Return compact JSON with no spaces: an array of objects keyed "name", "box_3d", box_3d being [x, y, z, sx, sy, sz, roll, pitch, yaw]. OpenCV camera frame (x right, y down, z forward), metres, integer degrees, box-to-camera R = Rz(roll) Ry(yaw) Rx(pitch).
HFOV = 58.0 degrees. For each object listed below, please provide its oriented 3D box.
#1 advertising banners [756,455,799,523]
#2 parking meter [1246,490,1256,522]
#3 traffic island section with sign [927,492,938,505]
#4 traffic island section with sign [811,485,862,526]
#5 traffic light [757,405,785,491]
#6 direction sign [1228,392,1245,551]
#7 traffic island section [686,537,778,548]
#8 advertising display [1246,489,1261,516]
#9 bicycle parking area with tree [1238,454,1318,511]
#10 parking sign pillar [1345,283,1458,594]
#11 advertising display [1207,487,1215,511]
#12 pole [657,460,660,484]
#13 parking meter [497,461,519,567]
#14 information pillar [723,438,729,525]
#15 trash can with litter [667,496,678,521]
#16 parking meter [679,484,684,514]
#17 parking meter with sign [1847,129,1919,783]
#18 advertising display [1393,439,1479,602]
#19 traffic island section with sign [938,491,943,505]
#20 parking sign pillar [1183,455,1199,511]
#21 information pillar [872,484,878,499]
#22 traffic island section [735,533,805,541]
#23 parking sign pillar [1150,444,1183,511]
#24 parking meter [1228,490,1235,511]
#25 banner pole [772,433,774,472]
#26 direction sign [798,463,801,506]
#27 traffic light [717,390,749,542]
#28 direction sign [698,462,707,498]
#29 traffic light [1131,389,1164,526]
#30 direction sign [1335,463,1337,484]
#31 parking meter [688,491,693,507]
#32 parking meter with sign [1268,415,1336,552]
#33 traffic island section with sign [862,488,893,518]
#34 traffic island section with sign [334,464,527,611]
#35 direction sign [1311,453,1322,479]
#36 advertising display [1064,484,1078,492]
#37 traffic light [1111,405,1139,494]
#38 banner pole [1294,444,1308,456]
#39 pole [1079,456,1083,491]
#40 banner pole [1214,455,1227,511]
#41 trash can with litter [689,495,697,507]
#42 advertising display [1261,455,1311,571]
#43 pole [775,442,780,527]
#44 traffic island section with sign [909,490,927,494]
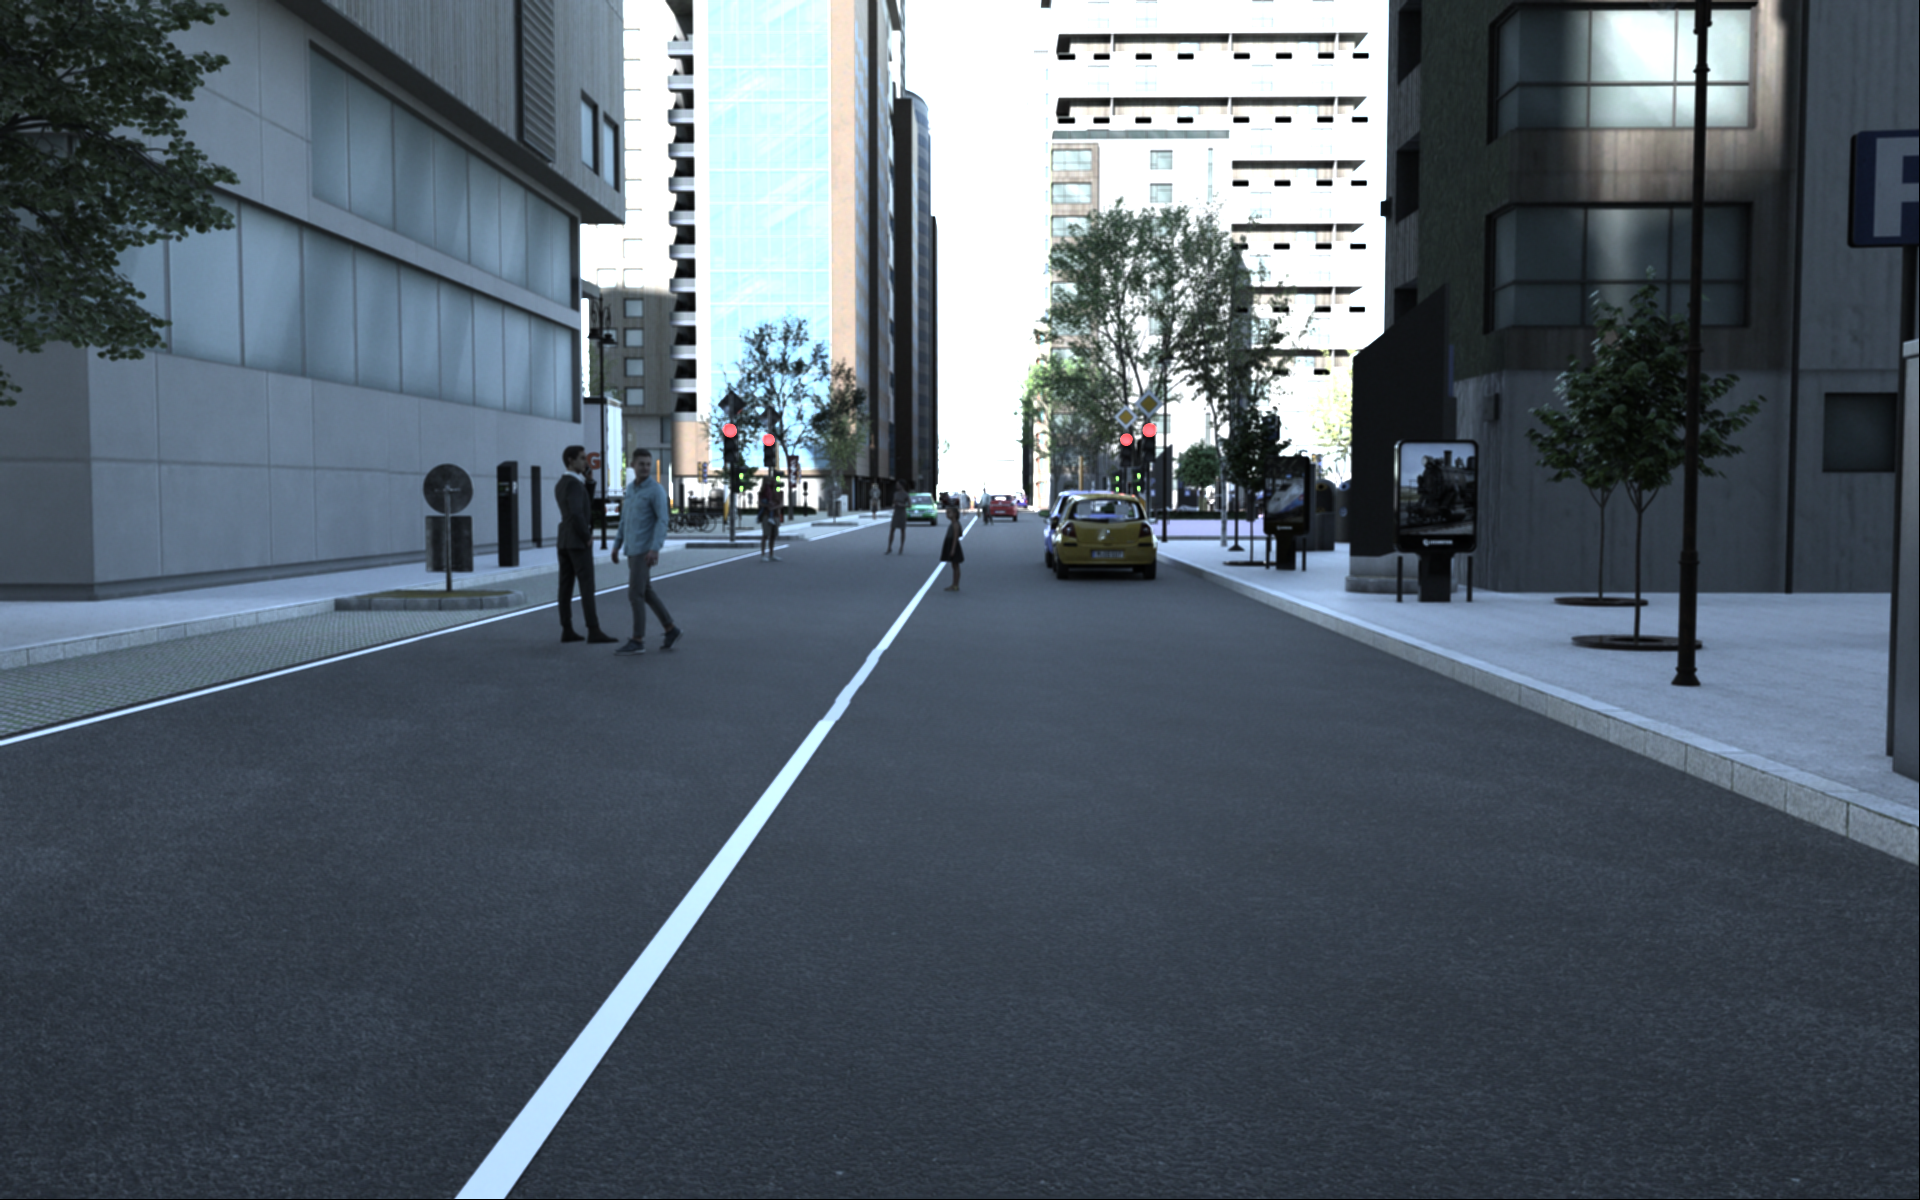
[{"name":"advertising banners","box_3d":[-8.149,-4.973,77.489,2.074,3.025,0.090,1,4,16]},{"name":"parking meter","box_3d":[13.627,-4.607,81.028,0.399,1.863,0.255,2,4,32]},{"name":"traffic island section with sign","box_3d":[-3.623,-10.530,180.786,1.989,1.847,2.006,0,4,1]},{"name":"traffic island section with sign","box_3d":[-5.590,-4.219,77.612,1.989,1.847,2.006,0,4,1]},{"name":"traffic light","box_3d":[-5.974,-4.019,54.637,0.839,4.253,0.868,0,4,1]},{"name":"direction sign","box_3d":[6.249,-2.879,39.067,0.379,3.537,0.876,1,4,21]},{"name":"traffic island section","box_3d":[-6.166,-1.499,46.788,2.009,0.180,2.903,0,4,1]},{"name":"advertising display","box_3d":[15.116,-5.106,88.700,0.974,1.923,0.123,-1,4,-17]},{"name":"bicycle parking area with tree","box_3d":[23.232,-8.449,125.135,8.231,4.147,9.016,1,4,16]},{"name":"parking sign pillar","box_3d":[5.818,-2.096,22.738,1.447,3.967,1.447,3,5,40]},{"name":"advertising display","box_3d":[16.894,-6.785,116.151,0.123,1.923,0.974,-2,4,-31]},{"name":"pole","box_3d":[-17.917,-6.679,103.052,0.158,3.312,0.155,0,3,0]},{"name":"parking meter","box_3d":[-7.990,-1.523,30.614,0.255,1.863,0.399,0,4,7]},{"name":"information pillar","box_3d":[-9.843,-4.985,72.860,0.183,3.616,0.504,0,4,8]},{"name":"trash can with litter","box_3d":[-13.670,-4.246,80.481,1.678,1.210,2.233,0,4,-7]},{"name":"parking meter","box_3d":[-16.244,-5.837,101.151,0.255,1.863,0.399,0,4,-7]},{"name":"parking meter with sign","box_3d":[4.441,-0.692,7.579,0.543,3.016,1.738,1,4,9]},{"name":"advertising display","box_3d":[5.636,-0.937,20.530,0.974,1.923,0.123,0,4,-4]},{"name":"traffic island section with sign","box_3d":[-2.569,-13.934,236.445,1.989,1.847,2.006,0,4,1]},{"name":"parking sign pillar","box_3d":[14.343,-7.362,108.840,1.447,3.967,1.447,1,4,22]},{"name":"information pillar","box_3d":[-6.283,-7.550,127.928,0.304,2.012,0.304,-2,4,-32]},{"name":"traffic island section","box_3d":[-6.014,-1.987,54.772,2.009,0.180,2.903,0,4,1]},{"name":"parking sign pillar","box_3d":[10.799,-6.386,92.876,1.447,3.967,1.447,-3,4,-39]},{"name":"parking meter","box_3d":[15.914,-5.696,101.548,0.372,1.533,0.369,0,3,0]},{"name":"banner pole","box_3d":[-7.682,-4.945,70.874,0.401,3.779,0.863,-1,4,-15]},{"name":"direction sign","box_3d":[-11.717,-8.209,126.213,0.379,3.537,0.876,-1,4,-19]},{"name":"traffic light","box_3d":[-6.126,-3.531,46.653,0.839,4.253,0.868,0,4,1]},{"name":"direction sign","box_3d":[-18.298,-8.016,123.059,0.379,3.537,0.876,3,4,36]},{"name":"traffic light","box_3d":[5.034,-3.519,46.458,0.839,4.253,0.868,0,4,1]},{"name":"direction sign","box_3d":[27.619,-8.275,127.294,0.379,3.537,0.876,1,4,16]},{"name":"parking meter","box_3d":[-19.275,-7.065,123.919,0.372,1.533,0.369,0,3,0]},{"name":"parking meter with sign","box_3d":[7.637,-2.609,38.911,1.738,3.016,0.543,-2,4,-28]},{"name":"traffic island section with sign","box_3d":[-5.069,-5.871,104.623,1.989,1.847,2.006,0,4,1]},{"name":"traffic island section with sign","box_3d":[-6.642,-0.822,22.061,1.989,1.847,2.006,0,4,1]},{"name":"direction sign","box_3d":[19.746,-6.360,95.983,0.876,3.537,0.379,-3,4,-38]},{"name":"advertising display","box_3d":[7.448,-6.809,116.545,0.974,1.923,0.123,-1,4,-14]},{"name":"traffic light","box_3d":[5.185,-4.007,54.441,0.839,4.253,0.868,0,4,1]},{"name":"banner pole","box_3d":[16.940,-5.892,86.345,0.863,3.779,0.401,0,4,-3]},{"name":"pole","box_3d":[6.497,-6.060,92.916,0.158,3.312,0.155,0,3,0]},{"name":"banner pole","box_3d":[14.989,-6.735,100.133,0.863,3.779,0.401,0,4,-1]},{"name":"trash can with litter","box_3d":[-17.838,-6.570,118.477,2.233,1.210,1.678,-1,4,-12]},{"name":"advertising display","box_3d":[5.519,-1.472,29.284,0.123,1.923,0.974,-2,4,-35]},{"name":"pole","box_3d":[-7.184,-4.542,68.111,0.158,3.312,0.155,0,3,0]},{"name":"traffic island section with sign","box_3d":[-4.158,-8.831,153.014,1.989,1.847,2.006,0,4,1]}]
